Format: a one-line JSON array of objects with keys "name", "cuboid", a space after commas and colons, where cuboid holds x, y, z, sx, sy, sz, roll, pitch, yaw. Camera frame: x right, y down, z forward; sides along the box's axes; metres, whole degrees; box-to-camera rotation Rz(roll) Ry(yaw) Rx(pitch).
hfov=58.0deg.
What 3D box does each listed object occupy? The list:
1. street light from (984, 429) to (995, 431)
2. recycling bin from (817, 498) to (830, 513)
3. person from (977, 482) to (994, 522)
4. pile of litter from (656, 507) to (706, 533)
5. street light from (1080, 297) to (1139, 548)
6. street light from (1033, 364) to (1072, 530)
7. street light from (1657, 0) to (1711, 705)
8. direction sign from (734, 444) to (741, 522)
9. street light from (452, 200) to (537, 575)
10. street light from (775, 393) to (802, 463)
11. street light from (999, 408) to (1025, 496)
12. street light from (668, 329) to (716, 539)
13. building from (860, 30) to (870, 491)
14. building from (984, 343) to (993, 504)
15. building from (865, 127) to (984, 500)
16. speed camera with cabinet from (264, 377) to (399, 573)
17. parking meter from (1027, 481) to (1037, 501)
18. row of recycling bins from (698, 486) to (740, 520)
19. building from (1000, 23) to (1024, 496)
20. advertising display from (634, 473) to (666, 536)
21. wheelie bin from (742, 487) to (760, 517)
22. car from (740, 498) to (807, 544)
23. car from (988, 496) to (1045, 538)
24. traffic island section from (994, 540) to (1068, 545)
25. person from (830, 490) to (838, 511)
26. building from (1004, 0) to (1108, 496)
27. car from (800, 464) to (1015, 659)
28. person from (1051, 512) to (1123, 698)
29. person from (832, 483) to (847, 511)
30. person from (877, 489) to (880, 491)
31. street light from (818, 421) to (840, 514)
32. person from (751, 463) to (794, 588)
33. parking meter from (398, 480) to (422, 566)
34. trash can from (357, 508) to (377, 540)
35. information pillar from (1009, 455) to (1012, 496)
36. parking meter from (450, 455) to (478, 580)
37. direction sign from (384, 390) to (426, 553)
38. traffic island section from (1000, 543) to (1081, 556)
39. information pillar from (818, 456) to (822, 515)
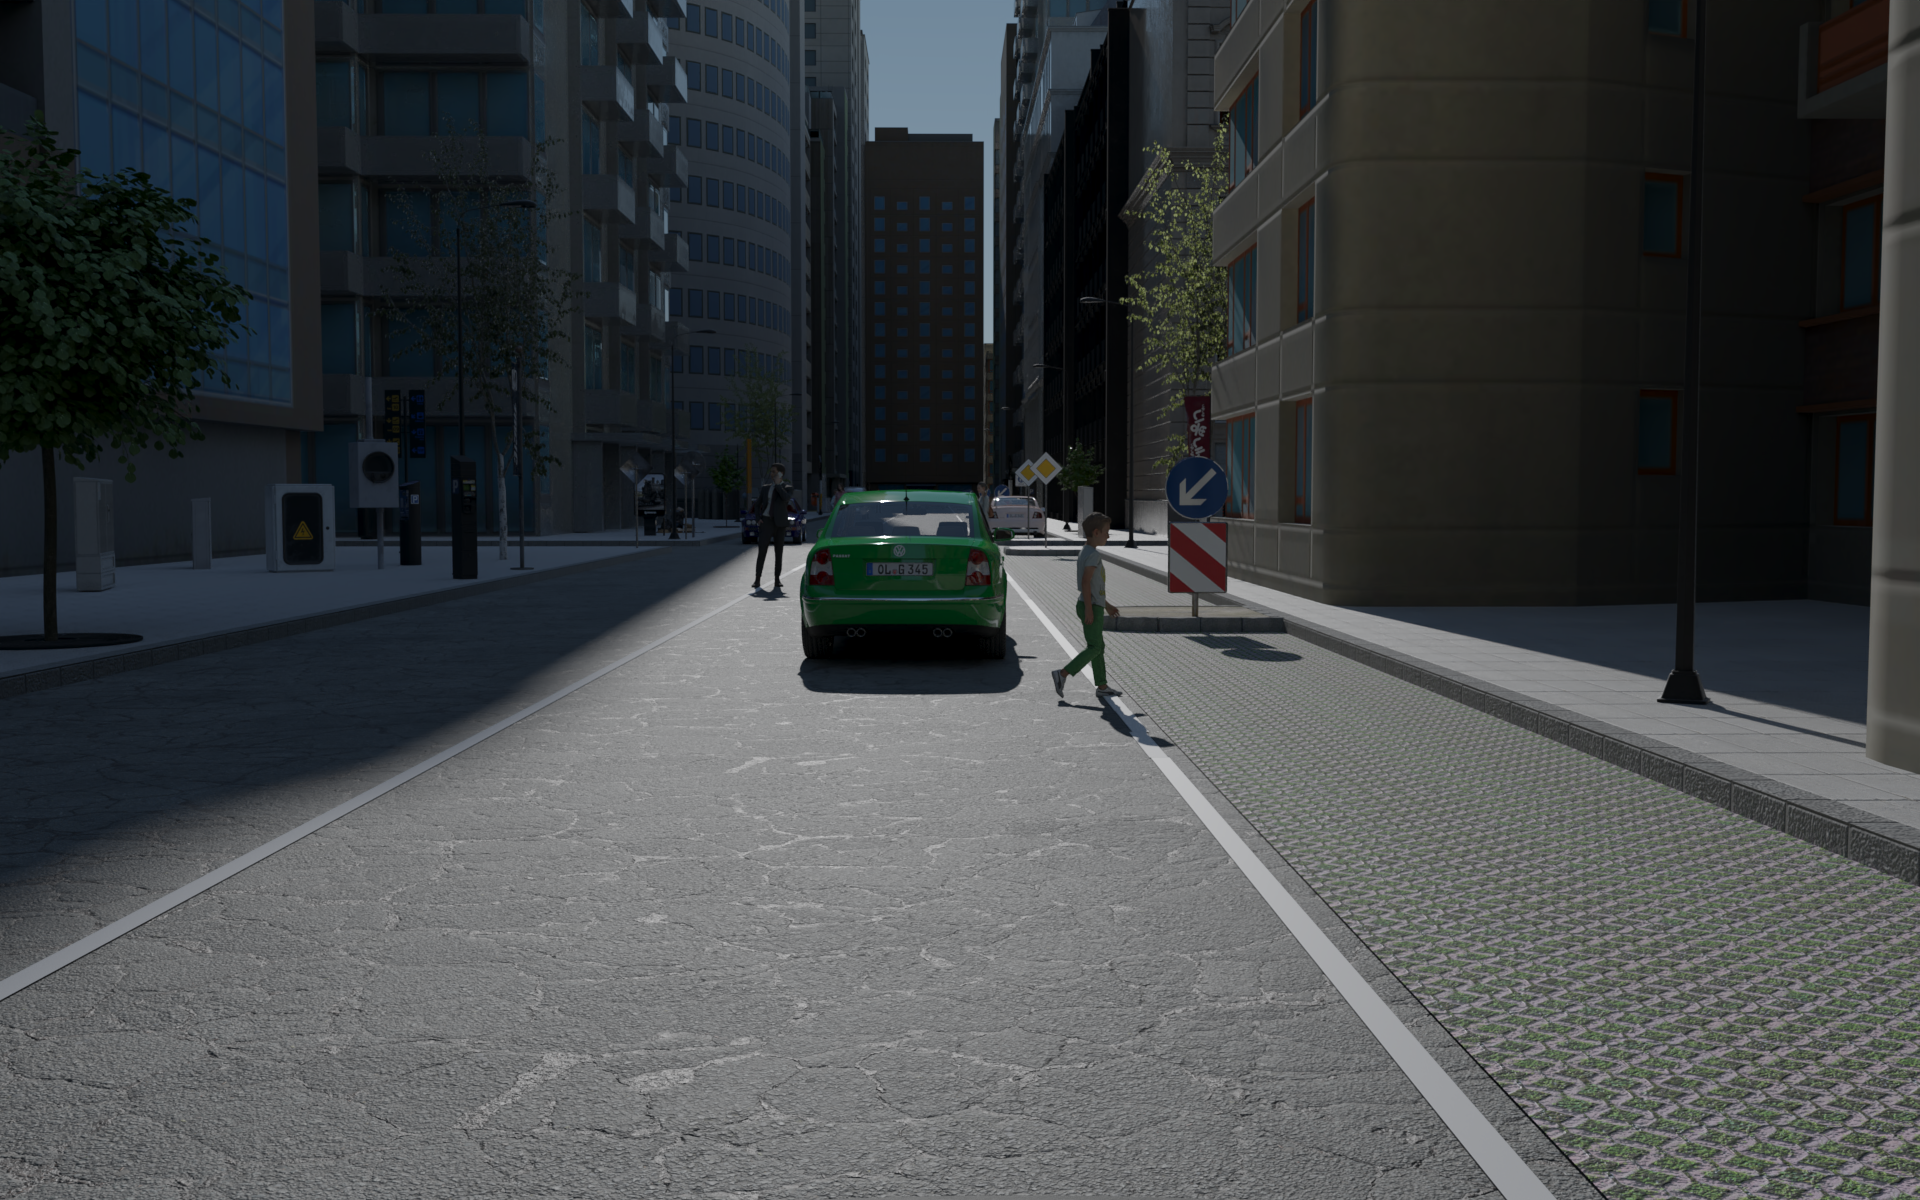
[{"name": "street light", "cuboid": [2.405, -9.239, 123.604, 1.470, 5.913, 1.316, 0, 4, -1]}, {"name": "recycling bin", "cuboid": [-9.263, -6.430, 117.682, 0.722, 1.027, 0.722, 1, 4, 17]}, {"name": "person", "cuboid": [0.500, -1.778, 38.571, 0.522, 1.701, 0.512, -1, 4, -21]}, {"name": "pile of litter", "cuboid": [-9.254, -2.648, 57.264, 1.719, 0.858, 1.176, 0, 4, -3]}, {"name": "street light", "cuboid": [3.534, -4.192, 41.077, 1.470, 5.913, 1.316, 0, 4, -1]}, {"name": "street light", "cuboid": [3.305, -5.478, 62.113, 1.470, 5.913, 1.316, 0, 4, -1]}, {"name": "street light", "cuboid": [3.933, -2.323, 10.529, 1.470, 5.913, 1.316, 0, 4, -1]}, {"name": "direction sign", "cuboid": [-10.134, -5.321, 78.989, 0.379, 3.537, 0.876, 0, 4, -7]}, {"name": "street light", "cuboid": [-7.379, -3.361, 27.487, 1.470, 5.913, 1.316, 0, 4, -1]}, {"name": "street light", "cuboid": [-7.945, -6.552, 79.672, 1.470, 5.913, 1.316, 0, 4, -1]}, {"name": "street light", "cuboid": [2.908, -7.371, 93.055, 1.470, 5.913, 1.316, 0, 4, -1]}, {"name": "street light", "cuboid": [-7.559, -4.672, 48.932, 1.470, 5.913, 1.316, 0, 4, -1]}, {"name": "building", "cuboid": [-25.585, -41.398, 218.848, 28.212, 58.520, 21.231, 0, 4, -1]}, {"name": "building", "cuboid": [17.518, -23.114, 222.953, 28.899, 21.520, 27.650, 0, 4, -1]}, {"name": "building", "cuboid": [-4.321, -34.532, 214.707, 14.200, 45.320, 14.600, 0, 4, -1]}, {"name": "speed camera with cabinet", "cuboid": [-10.461, -2.111, 28.851, 2.038, 3.252, 0.660, -3, 4, -36]}, {"name": "parking meter", "cuboid": [3.141, -4.292, 75.883, 0.399, 1.863, 0.255, 1, 4, 16]}, {"name": "row of recycling bins", "cuboid": [-12.209, -4.916, 87.487, 1.069, 1.692, 3.534, -2, 4, -35]}, {"name": "building", "cuboid": [10.959, -31.383, 163.229, 14.600, 45.320, 14.200, 0, 4, -1]}, {"name": "advertising display", "cuboid": [-9.543, -2.941, 53.302, 0.974, 1.923, 0.123, 0, 4, 1]}, {"name": "wheelie bin", "cuboid": [-9.775, -4.484, 81.229, 0.980, 1.594, 0.693, -2, 4, -30]}, {"name": "car", "cuboid": [-5.444, -2.343, 50.891, 1.945, 1.354, 3.894, 0, 4, -2]}, {"name": "car", "cuboid": [1.670, -2.526, 53.661, 2.083, 1.381, 4.827, 0, 4, 1]}, {"name": "traffic island section", "cuboid": [1.963, -1.645, 49.170, 2.009, 0.180, 2.903, 0, 4, -1]}, {"name": "person", "cuboid": [-4.717, -3.386, 65.672, 0.330, 1.601, 0.589, 1, 4, 23]}, {"name": "building", "cuboid": [15.773, -31.883, 140.887, 23.786, 49.044, 30.456, 0, 4, -1]}, {"name": "car", "cuboid": [-0.451, -0.467, 16.433, 1.959, 1.807, 4.718, 0, 4, 1]}, {"name": "person", "cuboid": [0.890, 0.037, 12.151, 0.590, 1.304, 0.306, -2, 4, -25]}, {"name": "person", "cuboid": [-4.287, -3.265, 61.888, 0.555, 1.821, 0.388, 0, 4, 4]}, {"name": "person", "cuboid": [-6.083, -7.373, 129.146, 1.348, 1.812, 0.705, 0, 4, 1]}, {"name": "street light", "cuboid": [-8.390, -8.456, 110.794, 1.470, 5.913, 1.316, 0, 4, -1]}, {"name": "person", "cuboid": [-2.884, -1.152, 26.703, 0.648, 1.900, 0.474, 0, 4, 1]}, {"name": "parking meter", "cuboid": [-9.908, -1.394, 31.207, 0.372, 1.533, 0.369, 0, 3, 0]}, {"name": "trash can", "cuboid": [-16.713, -2.281, 48.946, 0.748, 1.137, 0.748, 0, 3, 0]}, {"name": "information pillar", "cuboid": [2.985, -6.815, 102.783, 0.183, 3.616, 0.504, 1, 4, 19]}, {"name": "parking meter", "cuboid": [-7.473, -1.248, 26.113, 0.255, 1.863, 0.399, -3, 5, -42]}, {"name": "direction sign", "cuboid": [-12.042, -2.793, 37.665, 0.876, 3.537, 0.379, 0, 4, 2]}, {"name": "traffic island section", "cuboid": [2.062, -1.156, 41.186, 2.009, 0.180, 2.903, 0, 4, -1]}, {"name": "information pillar", "cuboid": [-8.500, -6.978, 105.451, 0.183, 3.616, 0.504, -1, 4, -16]}]
